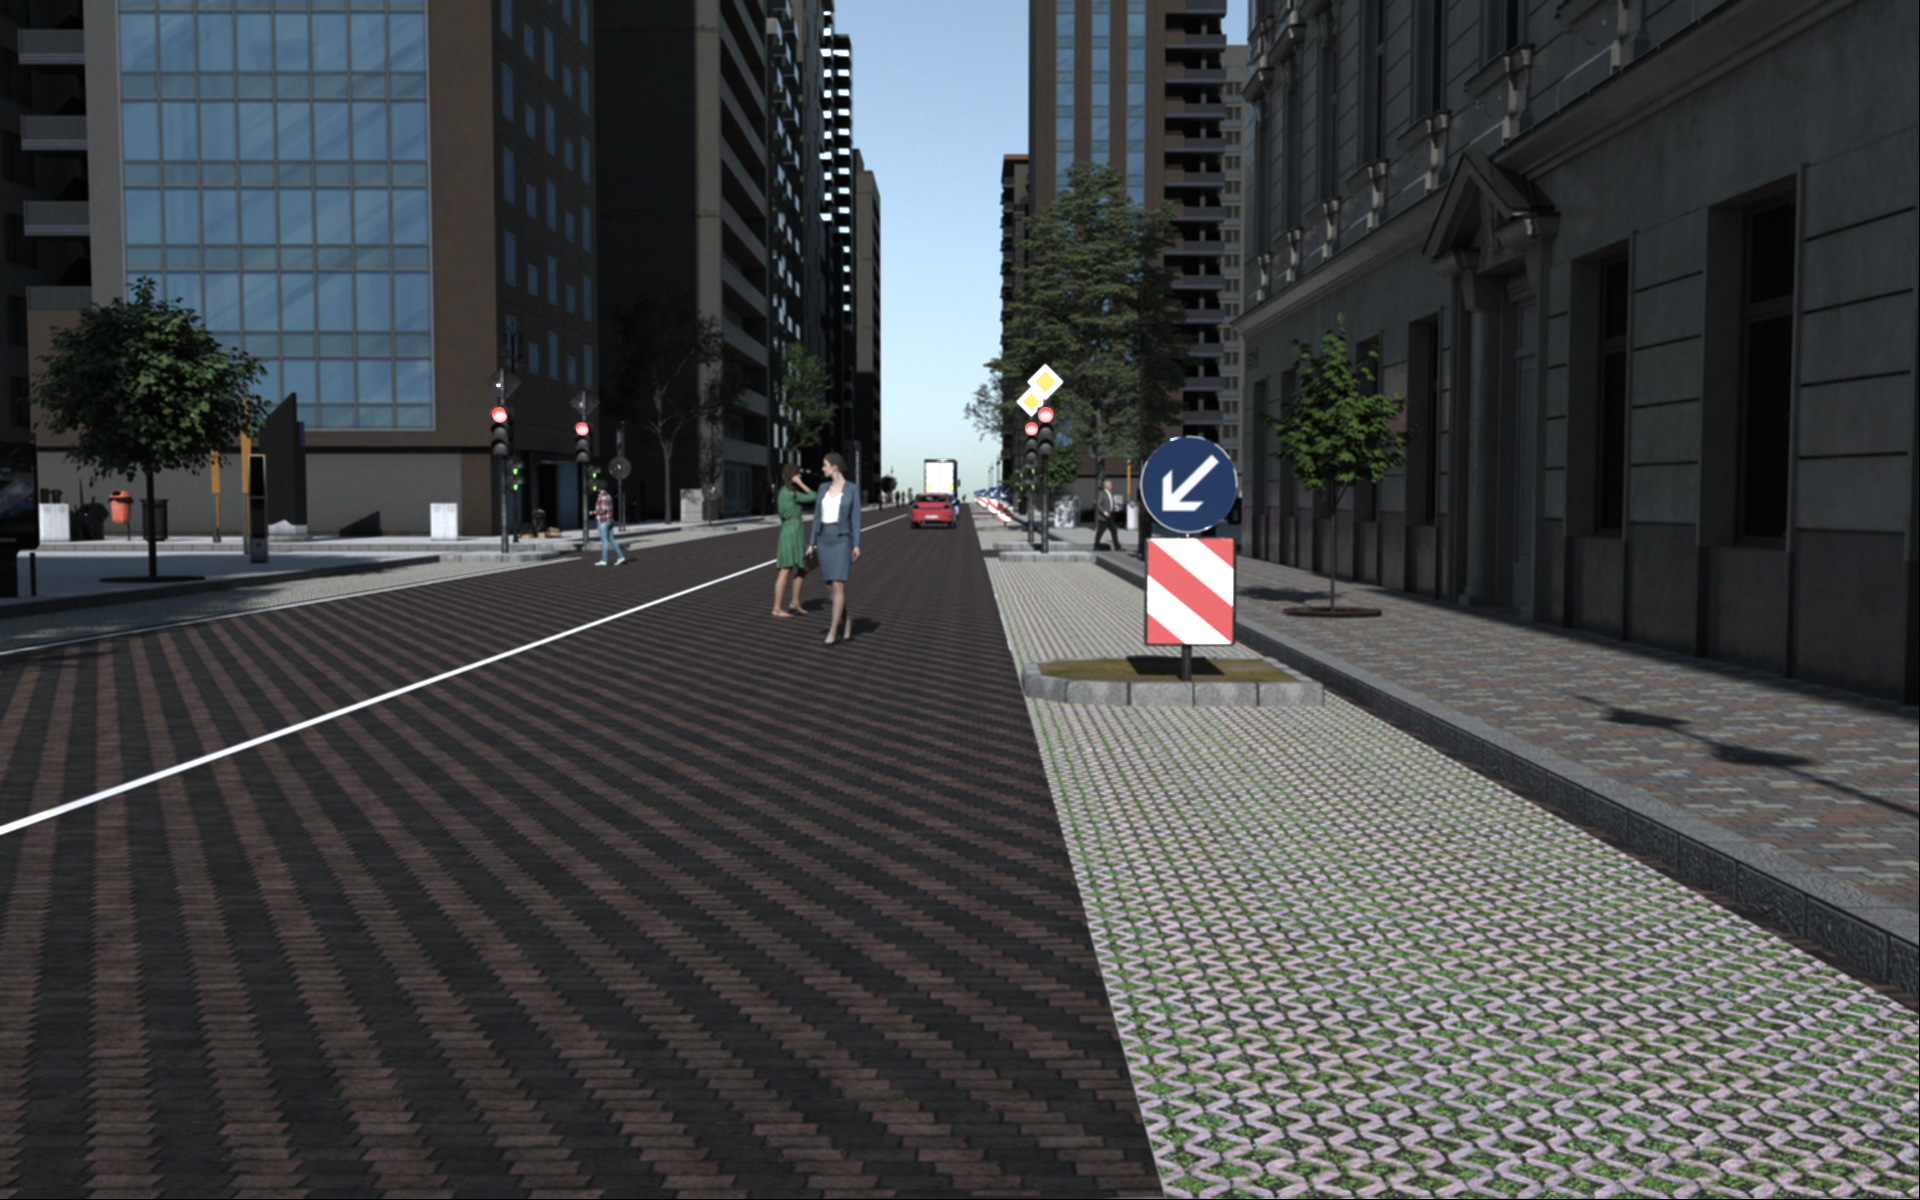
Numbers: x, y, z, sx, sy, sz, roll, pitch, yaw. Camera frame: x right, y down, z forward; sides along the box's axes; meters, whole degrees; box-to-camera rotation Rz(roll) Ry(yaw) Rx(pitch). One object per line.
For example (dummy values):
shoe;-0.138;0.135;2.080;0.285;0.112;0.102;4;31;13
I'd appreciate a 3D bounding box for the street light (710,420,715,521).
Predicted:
street light;-11.780;-6.710;82.494;0.468;5.910;1.993;0;4;0

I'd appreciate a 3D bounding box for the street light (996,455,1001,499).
street light;4.462;-14.239;205.590;0.468;5.910;1.993;0;4;0

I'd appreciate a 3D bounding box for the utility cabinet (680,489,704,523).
utility cabinet;-11.749;-4.115;75.961;0.318;1.500;1.173;2;4;34

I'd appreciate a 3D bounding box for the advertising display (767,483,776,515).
advertising display;-11.410;-6.096;104.889;0.123;1.923;0.974;-2;4;-33

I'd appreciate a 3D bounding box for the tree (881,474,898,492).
tree;-11.500;-17.809;274.887;4.285;4.588;4.351;0;3;0

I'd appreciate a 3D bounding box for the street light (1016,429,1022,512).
street light;4.221;-9.184;122.951;0.468;5.910;1.993;0;4;0

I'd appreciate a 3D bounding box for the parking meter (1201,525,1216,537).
parking meter;6.987;-2.625;48.628;0.399;1.863;0.255;-3;4;-37

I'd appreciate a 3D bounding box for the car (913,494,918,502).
car;-4.930;-12.987;221.126;1.959;1.807;4.718;0;4;2

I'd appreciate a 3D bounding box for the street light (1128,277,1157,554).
street light;3.884;-3.926;36.980;0.468;5.910;1.993;0;4;0

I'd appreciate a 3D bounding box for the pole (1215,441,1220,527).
pole;9.975;-4.488;67.227;0.158;3.312;0.155;0;3;0

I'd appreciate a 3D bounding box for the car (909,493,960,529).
car;-1.099;-3.897;72.754;2.155;1.783;4.494;0;4;2

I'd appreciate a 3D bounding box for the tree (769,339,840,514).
tree;-11.633;-11.395;112.060;9.928;11.665;9.643;0;3;0

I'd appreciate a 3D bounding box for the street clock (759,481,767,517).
street clock;-11.246;-5.763;98.803;0.358;2.002;0.471;2;4;29

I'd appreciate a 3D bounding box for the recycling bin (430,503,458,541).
recycling bin;-14.235;-2.156;47.804;0.722;1.027;0.722;-1;4;-17

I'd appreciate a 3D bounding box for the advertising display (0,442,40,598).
advertising display;-11.875;-0.990;21.399;0.123;1.923;0.974;2;4;29

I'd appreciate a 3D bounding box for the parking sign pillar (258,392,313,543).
parking sign pillar;-18.168;-3.546;46.447;1.447;3.967;1.447;2;4;27

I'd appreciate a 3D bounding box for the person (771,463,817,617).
person;-1.987;-0.704;20.252;0.529;1.795;0.600;-2;4;-32

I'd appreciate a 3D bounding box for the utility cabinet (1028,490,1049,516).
utility cabinet;4.518;-5.581;99.932;1.173;1.500;0.318;1;4;18

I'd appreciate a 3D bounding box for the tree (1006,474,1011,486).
tree;4.081;-8.605;135.300;1.663;3.219;1.824;0;3;0

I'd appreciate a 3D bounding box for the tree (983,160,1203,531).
tree;4.604;-8.671;59.900;7.486;12.596;7.792;0;3;0

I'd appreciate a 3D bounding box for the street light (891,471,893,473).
street light;-10.990;-18.783;279.885;0.468;5.910;1.993;0;4;0

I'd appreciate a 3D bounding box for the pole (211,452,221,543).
pole;-19.605;-3.166;45.603;0.158;3.312;0.155;0;3;0

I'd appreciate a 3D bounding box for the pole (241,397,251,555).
pole;-15.067;-2.614;36.585;0.158;3.312;0.155;0;3;0

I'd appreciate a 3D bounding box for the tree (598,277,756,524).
tree;-12.257;-8.520;73.707;8.767;10.594;7.601;2;4;26

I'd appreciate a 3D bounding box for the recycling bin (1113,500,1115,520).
recycling bin;6.306;-3.809;74.826;0.722;1.027;0.722;0;4;7

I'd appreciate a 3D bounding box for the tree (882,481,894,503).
tree;-11.220;-16.476;263.988;1.663;3.219;1.824;0;3;0

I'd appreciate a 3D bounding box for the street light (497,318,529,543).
street light;-11.756;-4.457;45.665;0.468;5.910;1.993;0;4;0

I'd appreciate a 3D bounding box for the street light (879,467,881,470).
street light;-11.219;-16.519;242.868;0.468;5.910;1.993;0;4;0

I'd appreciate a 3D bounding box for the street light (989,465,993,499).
street light;4.762;-18.749;279.327;0.468;5.910;1.993;0;4;0

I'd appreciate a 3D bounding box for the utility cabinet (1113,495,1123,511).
utility cabinet;10.530;-6.381;115.494;0.306;1.237;1.020;2;4;27

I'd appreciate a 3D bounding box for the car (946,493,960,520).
car;-0.952;-5.438;98.508;1.945;1.707;3.694;0;4;-2

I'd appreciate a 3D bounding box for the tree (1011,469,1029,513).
tree;4.721;-7.629;119.337;1.663;3.219;1.824;0;3;0

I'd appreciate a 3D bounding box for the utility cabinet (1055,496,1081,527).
utility cabinet;4.238;-3.480;68.062;1.020;1.237;0.306;2;4;34

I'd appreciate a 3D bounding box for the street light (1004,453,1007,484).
street light;4.238;-11.437;159.780;0.468;5.910;1.993;0;4;0

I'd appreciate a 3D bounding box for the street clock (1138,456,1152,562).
street clock;3.557;-1.736;32.948;0.358;2.002;0.471;0;4;2

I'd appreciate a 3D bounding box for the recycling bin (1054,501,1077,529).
recycling bin;3.935;-3.185;64.625;0.722;1.027;0.722;1;4;14

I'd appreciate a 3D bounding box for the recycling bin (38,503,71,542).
recycling bin;-24.337;-2.073;46.440;0.722;1.027;0.722;-3;5;-40

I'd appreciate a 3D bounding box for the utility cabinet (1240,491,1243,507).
utility cabinet;19.510;-6.732;118.747;0.318;1.500;1.173;2;4;31

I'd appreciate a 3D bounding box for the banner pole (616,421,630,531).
banner pole;-11.583;-4.231;59.201;0.401;3.779;0.863;1;4;9

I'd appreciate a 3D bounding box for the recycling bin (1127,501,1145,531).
recycling bin;6.282;-2.976;61.210;0.722;1.027;0.722;1;4;10

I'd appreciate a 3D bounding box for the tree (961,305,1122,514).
tree;5.354;-12.204;109.899;12.009;13.543;11.850;0;3;0

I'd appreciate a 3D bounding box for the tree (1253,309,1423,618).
tree;3.962;-1.445;18.220;1.663;3.219;1.824;0;3;0

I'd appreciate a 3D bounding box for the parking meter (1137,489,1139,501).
parking meter;8.605;-4.524;82.384;0.372;1.533;0.369;0;3;0

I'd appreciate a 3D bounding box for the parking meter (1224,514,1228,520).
parking meter;13.026;-4.633;84.166;0.372;1.533;0.369;0;3;0

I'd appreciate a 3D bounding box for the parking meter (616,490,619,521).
parking meter;-16.360;-4.530;82.469;0.372;1.533;0.369;0;3;0

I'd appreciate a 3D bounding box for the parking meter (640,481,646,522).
parking meter;-14.712;-4.569;80.418;0.255;1.863;0.399;0;4;-6

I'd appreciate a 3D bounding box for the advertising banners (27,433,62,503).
advertising banners;-26.585;-3.311;50.320;0.090;3.025;2.074;0;4;-4

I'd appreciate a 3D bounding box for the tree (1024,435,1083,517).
tree;5.250;-6.939;97.171;4.285;4.588;4.351;0;3;0

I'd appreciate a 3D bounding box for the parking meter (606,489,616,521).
parking meter;-16.642;-4.504;82.048;0.372;1.533;0.369;0;3;0

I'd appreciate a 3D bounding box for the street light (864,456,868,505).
street light;-11.173;-14.266;206.038;0.468;5.910;1.993;0;4;0

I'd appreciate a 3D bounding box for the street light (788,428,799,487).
street light;-11.615;-8.962;119.323;0.468;5.910;1.993;0;4;0

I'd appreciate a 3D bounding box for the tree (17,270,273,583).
tree;-12.098;-2.564;25.642;4.285;4.588;4.351;0;3;0

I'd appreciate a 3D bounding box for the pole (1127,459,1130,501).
pole;9.929;-6.606;101.844;0.158;3.312;0.155;0;3;0

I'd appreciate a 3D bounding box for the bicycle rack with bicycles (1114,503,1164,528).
bicycle rack with bicycles;6.730;-3.225;66.106;2.852;0.926;2.925;3;5;45
